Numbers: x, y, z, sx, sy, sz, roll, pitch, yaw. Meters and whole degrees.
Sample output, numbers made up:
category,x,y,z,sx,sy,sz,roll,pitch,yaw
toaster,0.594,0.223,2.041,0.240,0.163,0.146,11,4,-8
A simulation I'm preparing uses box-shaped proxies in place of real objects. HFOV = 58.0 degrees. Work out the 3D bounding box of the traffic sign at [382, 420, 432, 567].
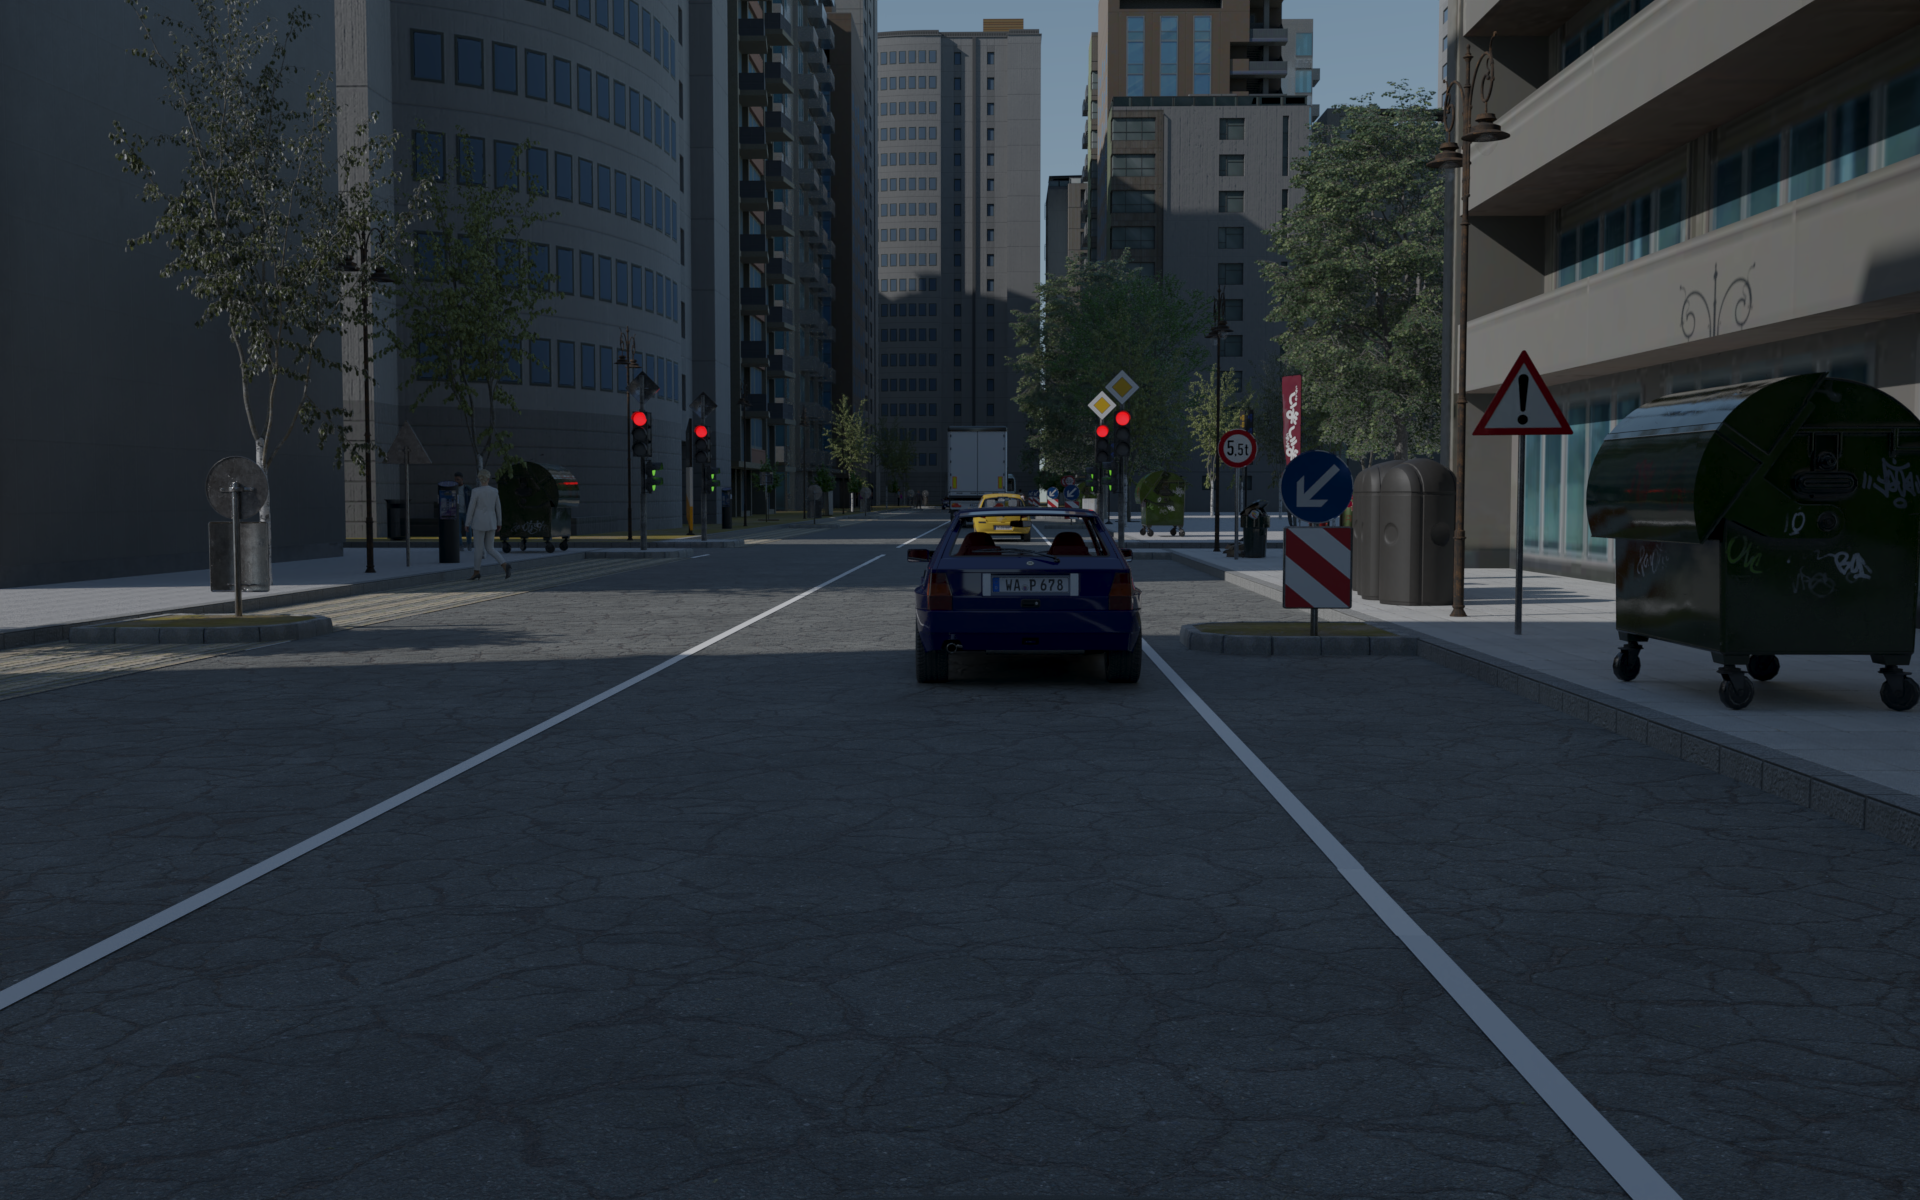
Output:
category,x,y,z,sx,sy,sz,roll,pitch,yaw
traffic sign,-9.747,-1.867,30.524,0.884,2.594,0.081,0,4,2

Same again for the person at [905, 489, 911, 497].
category,x,y,z,sx,sy,sz,roll,pitch,yaw
person,-5.665,-11.650,196.501,1.348,1.826,0.705,-3,5,-40

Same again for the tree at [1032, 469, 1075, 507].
category,x,y,z,sx,sy,sz,roll,pitch,yaw
tree,9.314,-11.069,164.699,4.285,4.588,4.351,0,3,0

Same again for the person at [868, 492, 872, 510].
category,x,y,z,sx,sy,sz,roll,pitch,yaw
person,-7.196,-7.982,138.025,0.415,1.643,0.593,2,4,24

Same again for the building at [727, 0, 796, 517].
category,x,y,z,sx,sy,sz,roll,pitch,yaw
building,-21.823,-27.453,103.483,22.147,44.769,28.867,0,4,1

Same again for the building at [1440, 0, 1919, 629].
category,x,y,z,sx,sy,sz,roll,pitch,yaw
building,18.857,-24.144,18.452,21.300,48.544,21.600,0,4,1

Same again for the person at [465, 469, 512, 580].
category,x,y,z,sx,sy,sz,roll,pitch,yaw
person,-7.797,-1.236,28.587,0.818,1.842,0.514,1,4,22

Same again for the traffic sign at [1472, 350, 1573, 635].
category,x,y,z,sx,sy,sz,roll,pitch,yaw
traffic sign,5.096,-0.963,15.742,0.884,2.594,0.081,1,4,8

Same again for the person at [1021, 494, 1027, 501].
category,x,y,z,sx,sy,sz,roll,pitch,yaw
person,4.632,-7.266,130.490,0.628,1.438,0.799,2,4,23

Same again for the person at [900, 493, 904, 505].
category,x,y,z,sx,sy,sz,roll,pitch,yaw
person,-6.719,-11.622,199.286,0.599,1.433,0.991,2,4,34

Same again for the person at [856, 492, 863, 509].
category,x,y,z,sx,sy,sz,roll,pitch,yaw
person,-8.478,-8.742,149.657,1.217,1.739,0.721,2,4,31

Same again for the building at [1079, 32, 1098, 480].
category,x,y,z,sx,sy,sz,roll,pitch,yaw
building,18.520,-28.967,157.210,14.154,41.232,14.086,0,4,1

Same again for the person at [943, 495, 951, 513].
category,x,y,z,sx,sy,sz,roll,pitch,yaw
person,-0.656,-7.509,131.401,1.348,1.807,0.705,-2,4,-23

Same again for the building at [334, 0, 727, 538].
category,x,y,z,sx,sy,sz,roll,pitch,yaw
building,-21.194,-31.862,62.949,21.231,58.520,28.212,0,4,1

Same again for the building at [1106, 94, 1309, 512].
category,x,y,z,sx,sy,sz,roll,pitch,yaw
building,17.838,-21.861,129.128,14.160,30.474,14.107,0,4,1

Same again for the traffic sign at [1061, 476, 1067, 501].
category,x,y,z,sx,sy,sz,roll,pitch,yaw
traffic sign,7.425,-7.406,121.193,0.768,2.556,0.104,1,4,10

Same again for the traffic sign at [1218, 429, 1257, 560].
category,x,y,z,sx,sy,sz,roll,pitch,yaw
traffic sign,5.414,-2.064,33.858,0.768,2.556,0.104,0,4,3

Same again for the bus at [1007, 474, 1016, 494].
category,x,y,z,sx,sy,sz,roll,pitch,yaw
bus,3.863,-10.494,166.430,2.948,3.499,13.247,0,3,0

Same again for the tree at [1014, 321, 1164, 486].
category,x,y,z,sx,sy,sz,roll,pitch,yaw
tree,8.240,-11.810,110.098,9.611,12.733,9.660,0,3,0

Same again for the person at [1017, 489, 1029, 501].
category,x,y,z,sx,sy,sz,roll,pitch,yaw
person,4.675,-7.659,133.726,1.348,1.824,0.705,2,4,31

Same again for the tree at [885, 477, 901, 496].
category,x,y,z,sx,sy,sz,roll,pitch,yaw
tree,-6.724,-11.382,180.691,1.663,3.219,1.824,0,3,0

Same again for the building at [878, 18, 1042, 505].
category,x,y,z,sx,sy,sz,roll,pitch,yaw
building,-4.068,-41.408,219.024,28.212,58.520,21.231,0,4,1

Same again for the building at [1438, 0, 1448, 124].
category,x,y,z,sx,sy,sz,roll,pitch,yaw
building,66.855,-39.190,182.757,28.212,58.520,21.231,0,4,1

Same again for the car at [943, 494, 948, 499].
category,x,y,z,sx,sy,sz,roll,pitch,yaw
car,-0.895,-11.045,190.374,2.009,1.686,4.222,0,4,3

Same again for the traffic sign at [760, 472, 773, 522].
category,x,y,z,sx,sy,sz,roll,pitch,yaw
traffic sign,-8.835,-4.702,79.010,0.606,2.300,0.079,0,4,7

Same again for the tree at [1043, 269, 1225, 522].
category,x,y,z,sx,sy,sz,roll,pitch,yaw
tree,7.816,-9.369,78.935,9.928,11.665,9.643,0,3,0

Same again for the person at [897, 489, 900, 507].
category,x,y,z,sx,sy,sz,roll,pitch,yaw
person,-6.283,-10.543,178.402,0.705,1.826,1.348,0,4,-4

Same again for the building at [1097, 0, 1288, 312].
category,x,y,z,sx,sy,sz,roll,pitch,yaw
building,18.602,-30.138,142.867,14.600,45.320,14.200,0,4,1

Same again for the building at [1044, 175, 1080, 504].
category,x,y,z,sx,sy,sz,roll,pitch,yaw
building,17.636,-32.514,215.191,14.086,41.232,14.154,0,4,1

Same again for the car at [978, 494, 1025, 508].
category,x,y,z,sx,sy,sz,roll,pitch,yaw
car,1.278,-2.634,53.286,2.015,1.641,3.980,0,3,0

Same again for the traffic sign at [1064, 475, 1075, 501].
category,x,y,z,sx,sy,sz,roll,pitch,yaw
traffic sign,7.438,-7.191,117.682,0.768,2.556,0.104,0,4,6

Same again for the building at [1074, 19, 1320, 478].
category,x,y,z,sx,sy,sz,roll,pitch,yaw
building,24.032,-34.225,179.190,23.786,49.044,30.456,0,4,1

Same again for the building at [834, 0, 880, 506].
category,x,y,z,sx,sy,sz,roll,pitch,yaw
building,-19.602,-45.639,184.446,20.611,71.187,20.563,0,4,1

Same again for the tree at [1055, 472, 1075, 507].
category,x,y,z,sx,sy,sz,roll,pitch,yaw
tree,8.531,-8.944,140.843,1.663,3.219,1.824,0,3,0

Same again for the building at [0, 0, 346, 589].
category,x,y,z,sx,sy,sz,roll,pitch,yaw
building,-24.675,-14.447,29.709,24.014,27.812,14.314,0,4,1

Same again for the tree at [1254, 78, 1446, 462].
category,x,y,z,sx,sy,sz,roll,pitch,yaw
tree,13.875,-8.999,53.796,9.857,13.997,8.962,0,3,0

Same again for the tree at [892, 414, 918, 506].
category,x,y,z,sx,sy,sz,roll,pitch,yaw
tree,-6.383,-12.584,156.108,4.737,8.622,4.395,0,3,0

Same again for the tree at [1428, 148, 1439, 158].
category,x,y,z,sx,sy,sz,roll,pitch,yaw
tree,27.643,-13.659,79.209,12.611,20.169,13.585,0,3,0

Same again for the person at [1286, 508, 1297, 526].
category,x,y,z,sx,sy,sz,roll,pitch,yaw
person,11.784,-3.395,61.729,0.661,1.801,0.590,3,4,36

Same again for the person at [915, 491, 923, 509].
category,x,y,z,sx,sy,sz,roll,pitch,yaw
person,-4.018,-9.853,170.150,0.990,1.755,0.434,-1,4,-21

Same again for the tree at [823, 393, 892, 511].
category,x,y,z,sx,sy,sz,roll,pitch,yaw
tree,-7.861,-10.732,125.828,4.737,8.622,4.395,0,3,0

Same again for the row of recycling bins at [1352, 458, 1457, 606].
category,x,y,z,sx,sy,sz,roll,pitch,yaw
row of recycling bins,5.437,-0.879,21.477,1.069,1.692,3.534,0,4,6

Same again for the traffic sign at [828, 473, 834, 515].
category,x,y,z,sx,sy,sz,roll,pitch,yaw
traffic sign,-7.952,-6.391,104.595,0.768,2.556,0.104,0,4,8

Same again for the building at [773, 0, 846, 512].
category,x,y,z,sx,sy,sz,roll,pitch,yaw
building,-21.779,-31.679,137.559,23.786,49.044,30.456,0,4,1

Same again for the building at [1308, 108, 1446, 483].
category,x,y,z,sx,sy,sz,roll,pitch,yaw
building,44.923,-30.765,186.603,14.086,41.232,14.154,0,4,1

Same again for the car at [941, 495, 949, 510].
category,x,y,z,sx,sy,sz,roll,pitch,yaw
car,-0.790,-9.027,160.163,1.945,1.354,3.894,0,4,2

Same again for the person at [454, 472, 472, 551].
category,x,y,z,sx,sy,sz,roll,pitch,yaw
person,-11.197,-1.989,38.910,0.623,1.781,0.721,-2,4,-30

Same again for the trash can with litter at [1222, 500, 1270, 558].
category,x,y,z,sx,sy,sz,roll,pitch,yaw
trash can with litter,5.749,-1.443,34.981,0.624,1.170,1.055,-3,4,-38

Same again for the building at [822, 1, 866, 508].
category,x,y,z,sx,sy,sz,roll,pitch,yaw
building,-16.226,-31.175,159.827,14.600,45.320,14.200,0,4,1

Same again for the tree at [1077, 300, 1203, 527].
category,x,y,z,sx,sy,sz,roll,pitch,yaw
tree,6.622,-7.119,66.759,4.737,8.622,4.395,0,3,0

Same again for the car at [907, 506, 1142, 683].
category,x,y,z,sx,sy,sz,roll,pitch,yaw
car,0.516,-0.116,14.481,1.945,1.354,3.894,0,3,0
